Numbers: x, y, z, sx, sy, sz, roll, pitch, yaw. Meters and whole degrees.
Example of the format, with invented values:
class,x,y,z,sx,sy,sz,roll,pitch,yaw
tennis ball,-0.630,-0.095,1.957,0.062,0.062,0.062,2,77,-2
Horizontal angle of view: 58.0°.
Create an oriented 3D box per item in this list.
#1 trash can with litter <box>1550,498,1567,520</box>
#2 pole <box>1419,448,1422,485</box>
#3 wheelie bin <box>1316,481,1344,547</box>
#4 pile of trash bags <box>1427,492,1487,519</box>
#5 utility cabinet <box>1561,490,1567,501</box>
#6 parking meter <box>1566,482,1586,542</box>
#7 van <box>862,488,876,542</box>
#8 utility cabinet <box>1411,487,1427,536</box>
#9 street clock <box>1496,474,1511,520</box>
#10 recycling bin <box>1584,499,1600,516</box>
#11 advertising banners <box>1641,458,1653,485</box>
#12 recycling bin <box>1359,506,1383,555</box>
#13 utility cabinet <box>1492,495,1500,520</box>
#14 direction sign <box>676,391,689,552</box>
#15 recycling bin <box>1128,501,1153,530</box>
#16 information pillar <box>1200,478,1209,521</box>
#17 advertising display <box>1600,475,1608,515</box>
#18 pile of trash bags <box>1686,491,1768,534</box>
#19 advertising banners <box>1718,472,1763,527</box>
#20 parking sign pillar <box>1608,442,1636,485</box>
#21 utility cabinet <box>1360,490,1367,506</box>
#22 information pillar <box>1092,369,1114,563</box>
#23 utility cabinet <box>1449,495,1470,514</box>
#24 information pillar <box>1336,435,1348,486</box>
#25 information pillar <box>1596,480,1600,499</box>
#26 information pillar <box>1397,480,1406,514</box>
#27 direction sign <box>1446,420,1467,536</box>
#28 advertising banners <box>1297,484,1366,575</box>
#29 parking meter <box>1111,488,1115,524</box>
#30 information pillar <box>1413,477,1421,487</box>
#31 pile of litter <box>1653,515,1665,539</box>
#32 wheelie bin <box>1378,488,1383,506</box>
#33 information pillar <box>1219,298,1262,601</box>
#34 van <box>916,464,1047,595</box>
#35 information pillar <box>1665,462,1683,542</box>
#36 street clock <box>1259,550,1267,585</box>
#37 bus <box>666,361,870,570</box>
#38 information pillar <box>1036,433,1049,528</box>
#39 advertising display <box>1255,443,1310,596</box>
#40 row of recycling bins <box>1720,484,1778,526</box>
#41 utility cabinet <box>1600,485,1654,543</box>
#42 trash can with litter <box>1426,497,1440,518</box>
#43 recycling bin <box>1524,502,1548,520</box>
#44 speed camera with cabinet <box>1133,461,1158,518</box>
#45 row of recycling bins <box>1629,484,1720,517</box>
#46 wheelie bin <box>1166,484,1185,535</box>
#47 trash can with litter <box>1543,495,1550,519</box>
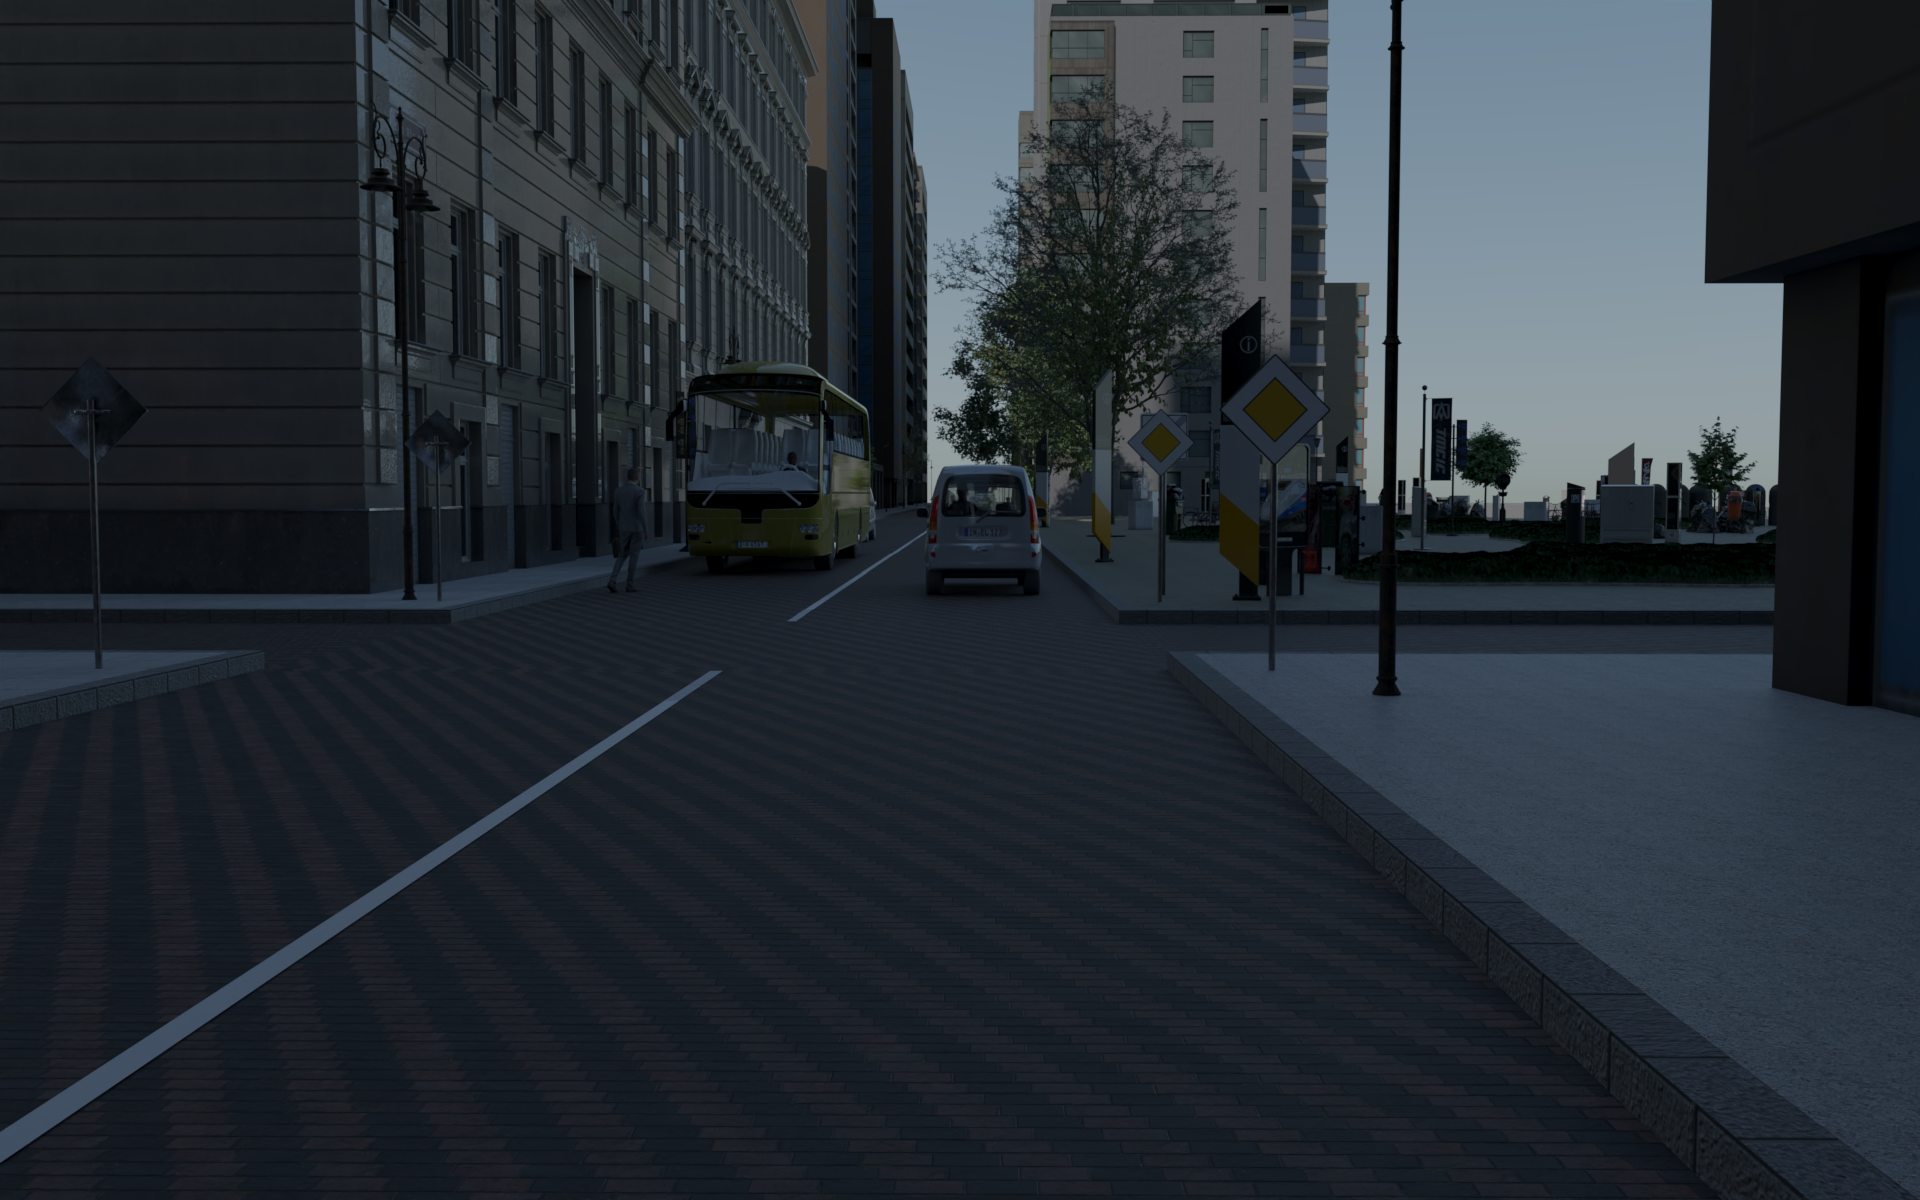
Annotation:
class,x,y,z,sx,sy,sz,roll,pitch,yaw
trash can with litter,28.694,-4.358,82.633,1.055,1.170,0.624,3,5,43
pole,20.580,-5.102,77.257,0.158,3.312,0.155,0,3,0
wheelie bin,8.942,-2.071,41.773,0.980,1.594,0.693,1,4,12
pile of trash bags,23.112,-4.403,81.749,3.447,1.369,1.912,-2,4,-26
utility cabinet,33.521,-5.273,94.894,0.318,1.500,1.173,-2,4,-29
parking meter,12.995,-1.722,36.567,0.372,1.533,0.369,0,3,0
van,-3.521,-2.814,53.028,2.013,2.044,4.112,0,4,2
utility cabinet,13.837,-2.659,52.147,0.318,1.500,1.173,1,4,22
street clock,19.357,-3.498,61.764,0.471,2.002,0.358,-1,4,-11
recycling bin,30.186,-4.280,82.525,0.722,1.027,0.722,0,4,5
advertising banners,32.439,-5.365,83.913,2.074,3.025,0.090,1,4,19
recycling bin,8.652,-1.497,37.029,0.722,1.027,0.722,1,4,9
utility cabinet,26.041,-4.460,84.089,0.306,1.237,1.020,1,4,21
direction sign,-6.076,-2.843,38.476,0.379,3.537,0.876,1,4,19
recycling bin,6.527,-3.059,62.565,0.722,1.027,0.722,-1,4,-15
information pillar,11.478,-4.687,81.124,0.304,2.012,0.304,-3,5,-42
advertising display,21.803,-3.268,58.653,0.123,1.923,0.974,1,4,13
pile of trash bags,25.157,-2.886,56.936,1.912,1.369,3.447,1,4,12
advertising banners,30.774,-4.400,68.123,2.074,3.025,0.090,-1,4,-20
parking sign pillar,34.638,-6.251,90.684,1.447,3.967,1.447,3,4,37
utility cabinet,21.854,-5.215,93.942,0.318,1.500,1.173,0,4,7
information pillar,2.662,-2.512,32.424,0.183,3.616,0.504,3,5,43
utility cabinet,25.832,-4.799,89.625,1.020,1.237,0.306,3,5,40
information pillar,15.169,-4.734,68.758,0.504,3.616,0.183,-1,4,-9
information pillar,32.981,-5.185,89.261,0.304,2.012,0.304,-2,4,-33
information pillar,22.763,-5.185,89.263,0.304,2.012,0.304,-3,5,-43
direction sign,14.984,-3.709,52.640,0.876,3.537,0.379,-1,4,-12
advertising banners,5.653,-1.935,27.825,0.090,3.025,2.074,-3,4,-39
parking meter,6.369,-3.968,73.291,0.372,1.533,0.369,0,3,0
information pillar,20.148,-4.401,76.449,0.304,2.012,0.304,2,4,25
pile of litter,19.992,-2.220,50.256,1.176,0.858,1.719,-2,4,-31
wheelie bin,23.469,-5.337,95.161,0.980,1.594,0.693,-1,4,-21
information pillar,3.383,-1.802,20.825,0.504,3.616,0.183,0,4,8
van,0.330,-1.163,26.023,2.013,2.044,4.112,0,3,0
information pillar,16.602,-2.189,40.290,0.304,2.012,0.304,2,4,31
street clock,4.322,-1.213,24.407,0.358,2.002,0.471,-1,4,-18
bus,-3.522,-2.708,35.818,2.896,3.916,12.252,0,4,1
information pillar,3.149,-4.581,66.259,0.504,3.616,0.183,2,4,31
advertising display,4.019,-1.011,21.752,0.974,1.923,0.123,-3,4,-37
row of recycling bins,32.745,-3.866,70.320,3.534,1.692,1.069,1,4,14
utility cabinet,15.970,-2.005,41.464,1.173,1.500,0.318,2,4,24
trash can with litter,19.139,-3.538,69.241,1.055,1.170,0.624,1,4,16
recycling bin,19.417,-2.804,58.396,0.722,1.027,0.722,2,4,24
speed camera with cabinet,10.195,-6.122,94.435,0.660,3.252,2.038,3,4,39
row of recycling bins,28.306,-3.803,69.291,3.534,1.692,1.069,0,4,-1
wheelie bin,6.631,-2.835,54.255,0.693,1.594,0.980,2,4,29
trash can with litter,30.036,-4.731,88.416,1.678,1.210,2.233,-1,4,-13
